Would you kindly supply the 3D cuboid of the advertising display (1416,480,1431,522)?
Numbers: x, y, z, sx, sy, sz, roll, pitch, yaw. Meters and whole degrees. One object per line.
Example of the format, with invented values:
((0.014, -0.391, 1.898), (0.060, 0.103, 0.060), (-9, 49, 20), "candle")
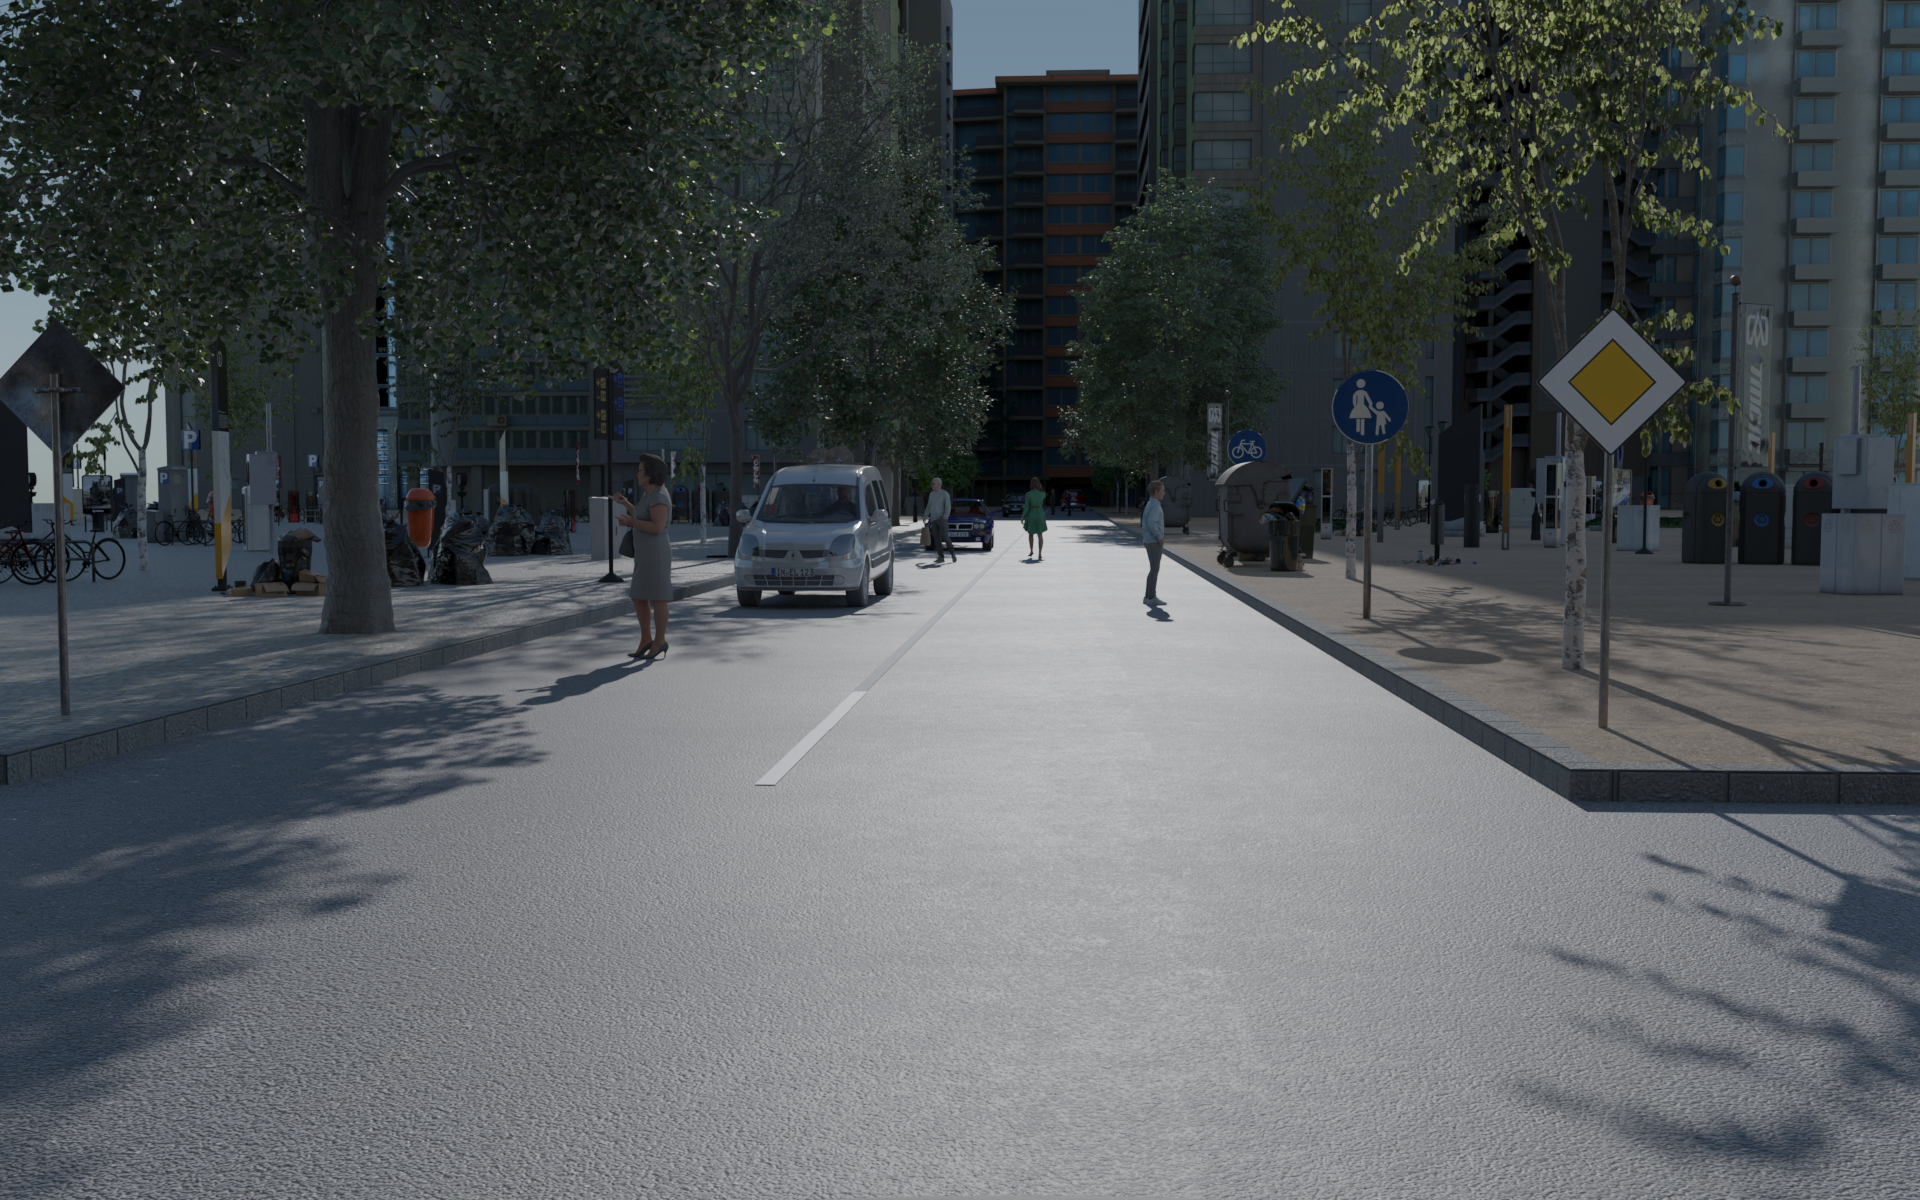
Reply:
((20.946, -4.467, 78.257), (0.974, 1.923, 0.123), (-3, 5, -40), "advertising display")

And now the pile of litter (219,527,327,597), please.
((-8.494, -0.493, 22.023), (1.719, 0.858, 1.176), (1, 4, 13), "pile of litter")

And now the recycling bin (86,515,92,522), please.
((-40.613, -4.187, 81.017), (0.722, 1.027, 0.722), (-1, 4, -15), "recycling bin")

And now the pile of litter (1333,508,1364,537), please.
((11.993, -2.384, 52.939), (1.176, 0.858, 1.719), (1, 4, 21), "pile of litter")

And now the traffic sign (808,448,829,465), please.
((-3.815, -2.902, 47.558), (0.768, 2.556, 0.104), (1, 4, 9), "traffic sign")

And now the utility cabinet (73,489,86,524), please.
((-37.152, -3.894, 72.349), (0.318, 1.500, 1.173), (2, 4, 29), "utility cabinet")

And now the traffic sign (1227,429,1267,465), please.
((5.654, -2.084, 34.182), (0.768, 2.556, 0.104), (0, 4, 5), "traffic sign")

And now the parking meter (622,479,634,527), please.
((-12.892, -3.768, 67.324), (0.399, 1.863, 0.255), (-3, 5, -43), "parking meter")

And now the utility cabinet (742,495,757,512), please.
((-9.941, -4.268, 80.951), (1.020, 1.237, 0.306), (2, 4, 26), "utility cabinet")

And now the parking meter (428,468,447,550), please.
((-11.917, -2.070, 39.551), (0.399, 1.863, 0.255), (-1, 4, -10), "parking meter")

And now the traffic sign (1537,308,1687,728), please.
((3.531, -0.356, 9.458), (0.795, 2.450, 0.064), (0, 4, 3), "traffic sign")

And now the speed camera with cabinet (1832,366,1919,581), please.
((14.241, -1.951, 26.238), (0.660, 3.252, 2.038), (-1, 4, -18), "speed camera with cabinet")

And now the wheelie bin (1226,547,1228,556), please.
((5.801, -1.703, 35.744), (0.980, 1.594, 0.693), (-1, 4, -14), "wheelie bin")

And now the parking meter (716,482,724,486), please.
((-11.588, -4.761, 83.545), (0.399, 1.863, 0.255), (-1, 4, -13), "parking meter")

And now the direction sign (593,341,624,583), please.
((-5.087, -2.028, 25.159), (0.379, 3.537, 0.876), (1, 4, 16), "direction sign")

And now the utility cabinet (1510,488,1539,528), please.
((21.231, -3.460, 65.242), (0.318, 1.500, 1.173), (-2, 4, -35), "utility cabinet")

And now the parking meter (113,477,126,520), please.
((-29.185, -3.329, 60.137), (0.399, 1.863, 0.255), (-2, 4, -26), "parking meter")

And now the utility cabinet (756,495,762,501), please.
((-7.686, -3.642, 70.712), (1.020, 1.237, 0.306), (0, 4, 2), "utility cabinet")

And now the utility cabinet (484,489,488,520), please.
((-21.532, -4.389, 80.446), (1.173, 1.500, 0.318), (1, 4, 22), "utility cabinet")

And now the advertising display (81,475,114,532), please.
((-29.009, -3.245, 58.275), (0.974, 1.923, 0.123), (0, 4, -4), "advertising display")

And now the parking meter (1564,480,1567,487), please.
((24.080, -3.871, 69.002), (0.399, 1.863, 0.255), (-1, 4, -9), "parking meter")

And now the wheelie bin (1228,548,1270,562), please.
((5.590, -1.540, 33.084), (0.693, 1.594, 0.980), (1, 4, 18), "wheelie bin")

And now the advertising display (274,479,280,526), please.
((-27.978, -3.961, 69.971), (0.974, 1.923, 0.123), (-3, 5, -41), "advertising display")

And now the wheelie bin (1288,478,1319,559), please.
((6.719, -1.630, 34.567), (0.693, 1.594, 0.980), (-1, 4, -21), "wheelie bin")

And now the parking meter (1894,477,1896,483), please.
((31.531, -3.239, 58.667), (0.255, 1.863, 0.399), (3, 4, 36), "parking meter")

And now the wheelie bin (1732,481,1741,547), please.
((18.623, -2.089, 42.070), (0.693, 1.594, 0.980), (-3, 4, -39), "wheelie bin")

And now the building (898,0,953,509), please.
((-11.769, -32.059, 147.858), (21.600, 48.544, 21.300), (0, 4, 3), "building")

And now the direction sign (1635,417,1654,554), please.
((14.654, -2.752, 36.990), (0.379, 3.537, 0.876), (1, 4, 8), "direction sign")

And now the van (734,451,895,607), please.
((-1.896, -0.999, 23.346), (2.013, 2.044, 4.112), (0, 4, 5), "van")

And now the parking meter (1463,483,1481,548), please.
((12.263, -2.022, 41.475), (0.372, 1.533, 0.369), (0, 3, 0), "parking meter")

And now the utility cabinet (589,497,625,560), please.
((-6.993, -1.413, 34.270), (0.306, 1.237, 1.020), (0, 4, 8), "utility cabinet")

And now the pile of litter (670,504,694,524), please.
((-12.252, -3.715, 74.706), (1.719, 0.858, 1.176), (-2, 4, -25), "pile of litter")

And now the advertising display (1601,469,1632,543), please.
((17.155, -2.443, 45.165), (0.974, 1.923, 0.123), (-2, 4, -34), "advertising display")

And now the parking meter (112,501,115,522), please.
((-39.209, -4.405, 80.439), (0.372, 1.533, 0.369), (0, 3, 0), "parking meter")

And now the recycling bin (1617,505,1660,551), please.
((15.291, -1.620, 39.043), (0.722, 1.027, 0.722), (3, 5, 41), "recycling bin")

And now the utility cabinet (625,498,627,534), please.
((-8.054, -1.744, 39.678), (1.020, 1.237, 0.306), (3, 5, 40), "utility cabinet")

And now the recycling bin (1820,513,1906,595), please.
((11.605, -0.595, 22.280), (0.722, 1.027, 0.722), (0, 4, -8), "recycling bin")

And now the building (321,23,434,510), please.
((-38.094, -51.033, 147.059), (31.000, 86.520, 22.319), (0, 4, 3), "building")

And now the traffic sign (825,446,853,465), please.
((-3.185, -2.779, 45.551), (0.768, 2.556, 0.104), (1, 4, 10), "traffic sign")

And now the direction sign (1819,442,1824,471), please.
((37.897, -5.156, 76.290), (0.379, 3.537, 0.876), (1, 4, 18), "direction sign")

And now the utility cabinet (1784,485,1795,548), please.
((20.068, -1.970, 40.882), (1.173, 1.500, 0.318), (-1, 4, -15), "utility cabinet")

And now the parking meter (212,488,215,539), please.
((-20.987, -2.491, 49.142), (0.372, 1.533, 0.369), (0, 3, 0), "parking meter")

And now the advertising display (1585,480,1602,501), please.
((29.502, -4.628, 80.877), (0.974, 1.923, 0.123), (2, 4, 31), "advertising display")

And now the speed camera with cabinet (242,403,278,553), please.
((-15.543, -2.694, 38.377), (0.660, 3.252, 2.038), (-2, 4, -26), "speed camera with cabinet")

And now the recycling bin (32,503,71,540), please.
((-25.549, -2.211, 48.707), (0.722, 1.027, 0.722), (0, 4, 6), "recycling bin")

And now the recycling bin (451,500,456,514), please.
((-22.027, -3.778, 74.329), (0.722, 1.027, 0.722), (-1, 4, -18), "recycling bin")

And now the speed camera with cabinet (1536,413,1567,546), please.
((14.725, -2.967, 42.852), (0.660, 3.252, 2.038), (2, 4, 29), "speed camera with cabinet")

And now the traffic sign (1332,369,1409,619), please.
((4.199, -1.082, 17.798), (0.768, 2.556, 0.104), (1, 4, 11), "traffic sign")

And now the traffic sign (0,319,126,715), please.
((-5.196, -0.389, 10.001), (0.795, 2.450, 0.064), (0, 4, 3), "traffic sign")
